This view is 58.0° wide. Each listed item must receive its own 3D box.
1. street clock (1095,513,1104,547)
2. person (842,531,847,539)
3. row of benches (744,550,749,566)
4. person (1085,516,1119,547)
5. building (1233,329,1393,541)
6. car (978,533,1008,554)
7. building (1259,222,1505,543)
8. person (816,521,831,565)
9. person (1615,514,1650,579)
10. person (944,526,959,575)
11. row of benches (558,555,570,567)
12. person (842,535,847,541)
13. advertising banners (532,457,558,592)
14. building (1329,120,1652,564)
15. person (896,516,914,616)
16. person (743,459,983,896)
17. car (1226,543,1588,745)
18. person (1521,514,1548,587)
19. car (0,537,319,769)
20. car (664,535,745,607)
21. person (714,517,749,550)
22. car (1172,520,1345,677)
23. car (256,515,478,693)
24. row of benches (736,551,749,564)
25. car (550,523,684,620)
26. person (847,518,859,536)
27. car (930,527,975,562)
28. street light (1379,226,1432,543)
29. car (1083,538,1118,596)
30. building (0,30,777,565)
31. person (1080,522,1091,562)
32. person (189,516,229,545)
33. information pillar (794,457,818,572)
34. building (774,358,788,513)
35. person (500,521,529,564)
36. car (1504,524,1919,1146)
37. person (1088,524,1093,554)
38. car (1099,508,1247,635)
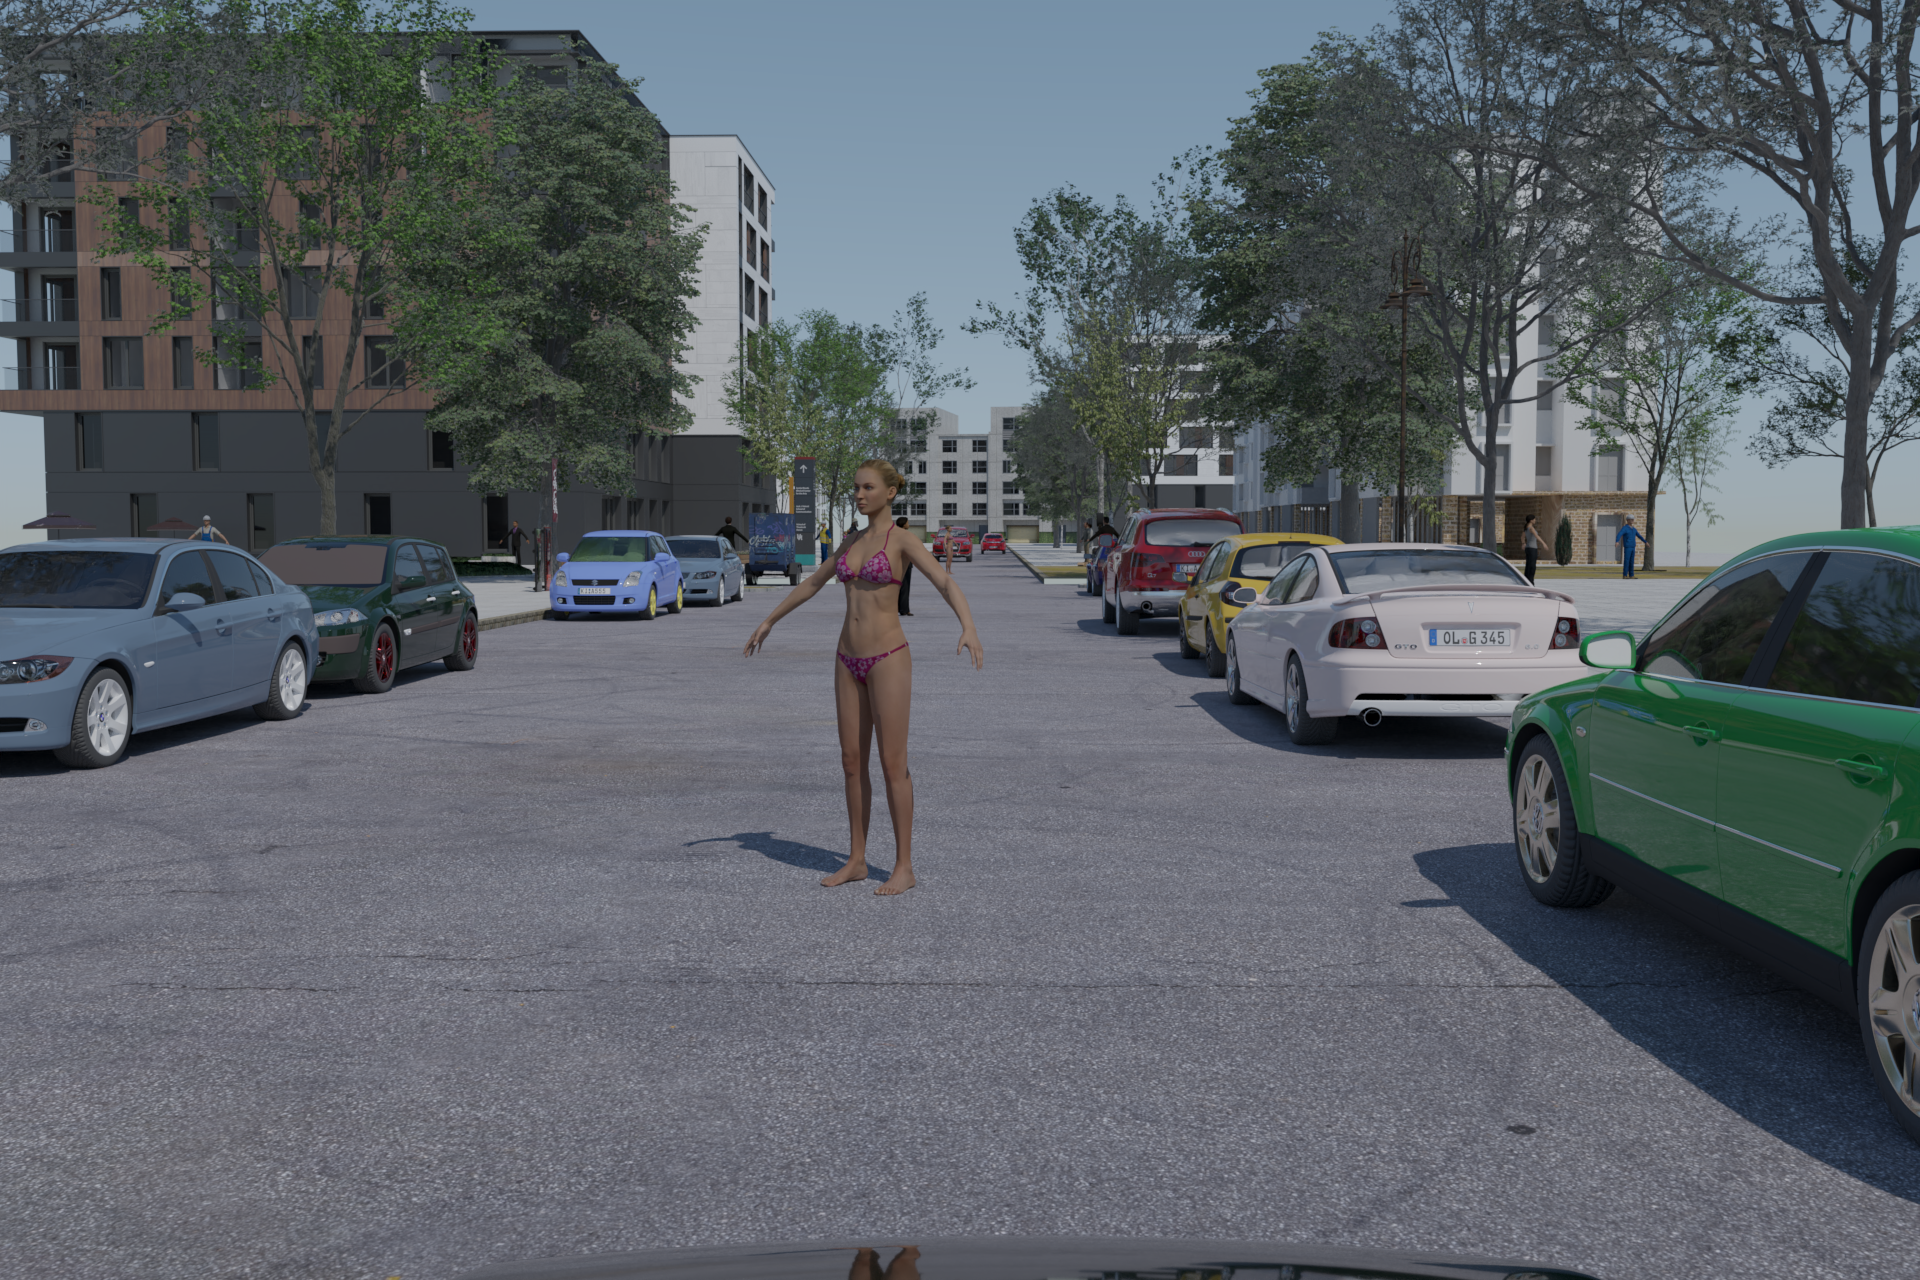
[{"bbox_3d":[4.764,-3.325,58.938,0.358,2.002,0.471,0,4,2],"label":"street clock"},{"bbox_3d":[-5.517,-4.605,84.556,0.599,1.433,0.991,0,4,-7],"label":"person"},{"bbox_3d":[-9.413,-3.273,68.980,4.104,0.672,1.422,0,4,-4],"label":"row of benches"},{"bbox_3d":[4.370,-2.804,51.986,1.346,1.812,0.704,-2,4,-27],"label":"person"},{"bbox_3d":[26.251,-16.913,132.946,16.016,20.090,11.380,0,4,1],"label":"building"},{"bbox_3d":[2.389,-7.075,124.714,2.155,1.783,4.494,0,4,1],"label":"car"},{"bbox_3d":[23.651,-15.255,105.845,16.016,20.090,11.380,0,4,1],"label":"building"},{"bbox_3d":[-5.602,-3.978,71.008,0.705,1.833,1.349,-2,4,-35],"label":"person"},{"bbox_3d":[18.985,-2.641,49.055,1.347,1.842,0.705,-2,4,-28],"label":"person"},{"bbox_3d":[-0.310,-3.194,61.475,0.721,1.733,1.217,1,4,22],"label":"person"},{"bbox_3d":[-11.648,-2.668,59.086,4.104,0.672,1.422,-2,4,-28],"label":"row of benches"},{"bbox_3d":[-5.449,-5.057,88.449,1.354,1.858,0.705,-2,4,-28],"label":"person"},{"bbox_3d":[-9.303,-2.617,38.976,0.090,3.025,2.074,0,4,2],"label":"advertising banners"},{"bbox_3d":[23.712,-14.025,85.735,16.016,20.090,11.380,0,4,1],"label":"building"},{"bbox_3d":[-0.919,-1.298,30.397,0.721,1.740,1.216,-2,4,-26],"label":"person"},{"bbox_3d":[-0.391,0.141,6.960,1.217,1.733,0.721,3,4,37],"label":"person"},{"bbox_3d":[3.191,-0.047,13.126,2.083,1.381,4.827,0,4,0],"label":"car"},{"bbox_3d":[13.223,-2.024,39.903,0.721,1.737,1.217,0,4,-7],"label":"person"},{"bbox_3d":[-6.045,-0.008,12.131,2.014,1.417,4.499,0,4,2],"label":"car"},{"bbox_3d":[-5.516,-1.443,35.602,2.014,1.417,4.499,0,4,1],"label":"car"},{"bbox_3d":[-6.951,-2.813,52.172,1.347,1.806,0.705,1,4,10],"label":"person"},{"bbox_3d":[3.358,-0.519,18.715,2.015,1.641,3.980,0,4,1],"label":"car"},{"bbox_3d":[-6.003,-0.429,16.809,2.009,1.686,4.222,0,4,1],"label":"car"},{"bbox_3d":[-7.799,-2.981,64.196,4.104,0.672,1.422,-2,4,-30],"label":"row of benches"},{"bbox_3d":[-5.901,-1.244,29.933,1.945,1.707,3.694,0,4,1],"label":"car"},{"bbox_3d":[-3.758,-3.442,62.062,0.705,1.856,1.354,1,4,23],"label":"person"},{"bbox_3d":[-0.375,-4.960,89.765,2.281,1.827,5.304,0,4,1],"label":"car"},{"bbox_3d":[6.745,-3.278,26.376,0.468,5.910,1.993,0,4,1],"label":"street light"},{"bbox_3d":[3.928,-1.745,41.116,1.945,1.354,3.894,0,4,1],"label":"car"},{"bbox_3d":[-25.397,-14.877,87.220,27.936,21.610,32.646,0,4,2],"label":"building"},{"bbox_3d":[5.508,-4.247,75.709,0.705,1.796,1.348,-1,4,-11],"label":"person"},{"bbox_3d":[-23.027,-2.882,52.982,1.347,1.847,0.705,0,4,-7],"label":"person"},{"bbox_3d":[-5.204,-4.212,58.248,0.750,3.857,0.750,0,4,2],"label":"information pillar"},{"bbox_3d":[-24.845,-20.023,183.795,16.016,20.090,11.380,0,4,1],"label":"building"},{"bbox_3d":[-17.609,-3.816,68.619,1.346,1.802,0.704,1,4,20],"label":"person"},{"bbox_3d":[3.097,0.214,5.295,1.959,1.807,4.718,0,3,0],"label":"car"},{"bbox_3d":[6.650,-5.073,89.135,0.705,1.806,1.347,1,4,17],"label":"person"},{"bbox_3d":[3.271,-1.068,26.140,2.281,1.827,5.304,0,4,1],"label":"car"}]
